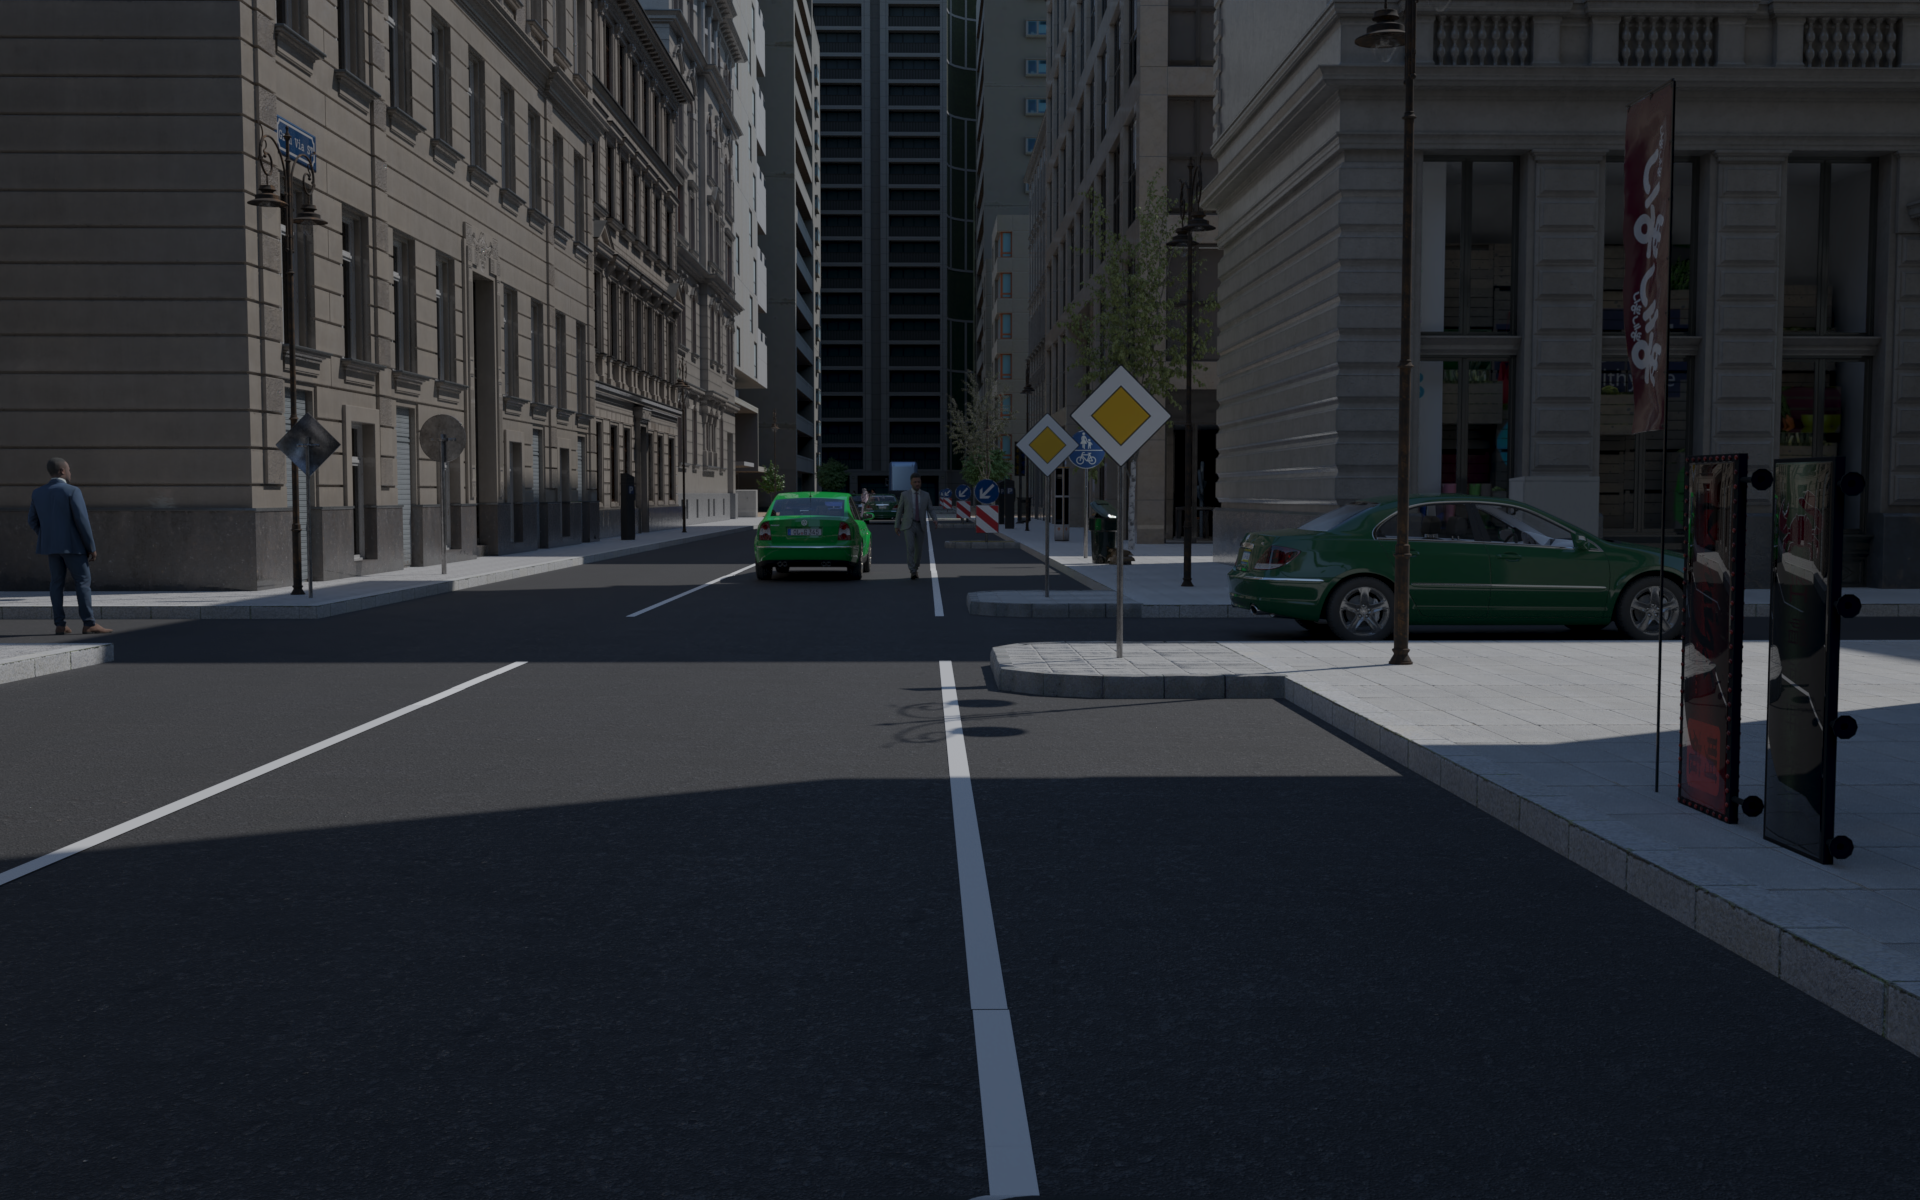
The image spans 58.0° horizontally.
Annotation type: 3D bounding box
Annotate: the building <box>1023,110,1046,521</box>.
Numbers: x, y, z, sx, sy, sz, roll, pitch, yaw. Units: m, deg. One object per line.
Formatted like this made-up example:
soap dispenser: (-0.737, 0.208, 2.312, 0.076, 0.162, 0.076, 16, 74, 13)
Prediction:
building: (8.550, -14.551, 87.057, 9.793, 20.994, 18.267, 0, 4, -1)

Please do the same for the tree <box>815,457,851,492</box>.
tree: (-11.247, -10.365, 153.178, 4.285, 4.588, 4.351, 0, 3, 0)

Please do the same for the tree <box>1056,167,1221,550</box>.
tree: (4.056, -5.486, 40.051, 4.737, 8.622, 4.395, 0, 3, 0)

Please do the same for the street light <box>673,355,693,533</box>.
street light: (-9.194, -5.186, 57.579, 0.468, 5.910, 1.993, 0, 4, -1)

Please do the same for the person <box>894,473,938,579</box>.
person: (-0.750, -1.251, 29.229, 0.678, 1.792, 0.850, -1, 4, -13)

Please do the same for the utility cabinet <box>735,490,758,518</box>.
utility cabinet: (-11.518, -5.179, 93.361, 1.173, 1.500, 0.318, 1, 4, 12)

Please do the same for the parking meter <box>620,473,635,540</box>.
parking meter: (-9.264, -2.606, 48.318, 0.255, 1.863, 0.399, 2, 4, 27)

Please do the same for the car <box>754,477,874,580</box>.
car: (-2.516, -1.318, 30.342, 1.959, 1.807, 4.718, 0, 4, 0)

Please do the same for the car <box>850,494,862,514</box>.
car: (-6.886, -6.245, 111.894, 2.009, 1.686, 4.222, 0, 4, -1)

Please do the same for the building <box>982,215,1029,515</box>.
building: (15.823, -16.950, 122.171, 27.650, 21.520, 28.899, 0, 4, -1)

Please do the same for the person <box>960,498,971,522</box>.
person: (0.254, -4.879, 88.082, 0.655, 1.846, 0.447, -2, 4, -29)

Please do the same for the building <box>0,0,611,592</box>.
building: (-15.167, -14.480, 34.007, 12.463, 27.353, 25.104, 0, 4, -1)

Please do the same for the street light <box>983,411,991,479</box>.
street light: (1.508, -7.544, 96.130, 0.468, 5.910, 1.993, 0, 4, -1)

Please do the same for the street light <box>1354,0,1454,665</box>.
street light: (3.326, -2.453, 12.893, 0.468, 5.910, 1.993, 0, 4, -1)

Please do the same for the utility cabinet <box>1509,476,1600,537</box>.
utility cabinet: (7.481, -0.806, 21.862, 1.173, 1.500, 0.318, -1, 4, -22)

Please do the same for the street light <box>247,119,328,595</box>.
street light: (-8.446, -3.005, 21.914, 0.468, 5.910, 1.993, 0, 4, -1)

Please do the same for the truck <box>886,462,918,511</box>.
truck: (-4.517, -9.117, 138.817, 2.967, 4.110, 18.799, 0, 4, -2)

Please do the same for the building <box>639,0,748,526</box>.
building: (-17.467, -17.742, 77.465, 14.401, 28.519, 23.554, 0, 4, -1)

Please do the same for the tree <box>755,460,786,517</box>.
tree: (-10.672, -6.261, 96.975, 1.663, 3.219, 1.824, 0, 3, 0)

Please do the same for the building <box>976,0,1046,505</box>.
building: (12.318, -31.975, 146.498, 21.300, 48.544, 21.600, 0, 4, -1)

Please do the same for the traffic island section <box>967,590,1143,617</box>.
traffic island section: (1.104, 0.044, 21.564, 2.009, 0.180, 2.903, 0, 4, -1)

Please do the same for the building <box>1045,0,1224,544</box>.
building: (13.788, -15.677, 60.834, 19.350, 26.468, 34.151, 0, 4, -1)

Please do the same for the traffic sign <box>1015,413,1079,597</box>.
traffic sign: (1.080, -1.091, 21.487, 0.795, 2.450, 0.064, 0, 4, -1)

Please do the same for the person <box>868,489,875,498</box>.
person: (-5.242, -5.770, 103.546, 1.217, 1.736, 0.721, 3, 4, 38)

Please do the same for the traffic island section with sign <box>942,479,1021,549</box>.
traffic island section with sign: (0.587, -2.316, 46.491, 1.989, 1.847, 2.006, 0, 4, -1)

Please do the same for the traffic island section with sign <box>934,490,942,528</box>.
traffic island section with sign: (0.018, -3.999, 74.016, 1.989, 1.847, 2.006, 0, 4, -1)

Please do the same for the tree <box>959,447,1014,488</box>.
tree: (1.634, -7.430, 105.199, 4.285, 4.588, 4.351, 0, 3, 0)

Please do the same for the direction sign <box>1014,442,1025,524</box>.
direction sign: (2.588, -5.075, 74.977, 0.379, 3.537, 0.876, 2, 4, 32)

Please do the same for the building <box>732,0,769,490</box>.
building: (-30.288, -36.987, 193.976, 27.495, 52.752, 28.713, 0, 4, -1)

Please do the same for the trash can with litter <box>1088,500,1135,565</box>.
trash can with litter: (2.826, -1.245, 31.744, 0.624, 1.170, 1.055, -2, 4, -33)

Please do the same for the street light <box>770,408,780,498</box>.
street light: (-9.955, -7.365, 93.213, 0.468, 5.910, 1.993, 0, 4, -1)

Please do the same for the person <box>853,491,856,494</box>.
person: (-8.995, -8.357, 145.927, 0.721, 1.735, 1.217, 3, 4, 38)

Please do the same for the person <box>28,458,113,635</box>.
person: (-9.120, -0.550, 17.682, 0.721, 1.800, 0.419, 0, 3, 0)

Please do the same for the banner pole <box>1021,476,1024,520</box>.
banner pole: (3.001, -5.838, 85.472, 0.401, 3.779, 0.863, 0, 4, 8)

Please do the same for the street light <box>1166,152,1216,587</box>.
street light: (3.158, -3.125, 23.881, 0.468, 5.910, 1.993, 0, 4, -1)

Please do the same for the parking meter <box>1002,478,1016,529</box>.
parking meter: (1.854, -3.561, 63.929, 0.399, 1.863, 0.255, 0, 4, 1)

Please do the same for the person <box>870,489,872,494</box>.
person: (-8.087, -9.194, 158.450, 1.348, 1.869, 0.705, -2, 4, -32)

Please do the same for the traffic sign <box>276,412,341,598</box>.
traffic sign: (-8.012, -1.081, 21.318, 0.795, 2.450, 0.064, 0, 4, -1)

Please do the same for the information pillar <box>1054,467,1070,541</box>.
information pillar: (2.767, -2.599, 46.982, 0.304, 2.012, 0.304, 3, 4, 38)

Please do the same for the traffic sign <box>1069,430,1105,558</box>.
traffic sign: (2.510, -2.105, 34.517, 0.768, 2.556, 0.104, 0, 4, 3)

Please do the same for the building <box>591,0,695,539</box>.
building: (-15.128, -11.730, 56.417, 10.561, 19.102, 19.286, 0, 4, -1)

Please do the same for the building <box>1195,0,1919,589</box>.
building: (14.118, -12.147, 27.486, 19.941, 23.489, 11.050, 0, 4, -1)

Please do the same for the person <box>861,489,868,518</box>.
person: (-5.460, -5.499, 99.075, 0.621, 1.740, 0.551, -1, 4, -13)

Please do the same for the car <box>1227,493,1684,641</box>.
car: (5.172, -0.341, 17.372, 4.920, 1.459, 2.131, 0, 4, -2)

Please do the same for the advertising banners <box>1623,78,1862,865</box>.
advertising banners: (3.002, -0.652, 6.845, 0.090, 3.025, 2.074, 0, 3, 0)

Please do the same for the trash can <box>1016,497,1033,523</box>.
trash can: (2.877, -4.037, 77.656, 0.748, 1.137, 0.748, 0, 3, 0)

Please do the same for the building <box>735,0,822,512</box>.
building: (-24.034, -32.803, 160.031, 21.600, 48.544, 21.300, 0, 4, -1)

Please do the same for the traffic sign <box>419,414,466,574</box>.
traffic sign: (-8.255, -1.684, 27.638, 0.768, 2.556, 0.104, 0, 4, 5)

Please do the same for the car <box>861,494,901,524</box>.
car: (-3.733, -4.392, 83.607, 2.131, 1.459, 4.920, 0, 4, -2)

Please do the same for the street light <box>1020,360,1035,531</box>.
street light: (2.337, -5.339, 60.083, 0.468, 5.910, 1.993, 0, 4, -1)

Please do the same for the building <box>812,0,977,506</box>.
building: (-6.143, -45.932, 189.238, 20.611, 71.187, 20.563, 0, 4, -1)

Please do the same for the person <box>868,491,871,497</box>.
person: (-7.932, -8.617, 150.095, 0.721, 1.736, 1.217, -2, 4, -27)

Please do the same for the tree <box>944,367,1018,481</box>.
tree: (1.282, -9.142, 99.826, 4.360, 8.622, 3.978, 0, 3, 0)

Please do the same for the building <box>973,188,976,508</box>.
building: (8.230, -24.042, 164.789, 14.160, 30.474, 14.107, 0, 4, -1)

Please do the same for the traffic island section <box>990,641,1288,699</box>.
traffic island section: (1.270, 0.532, 13.581, 2.009, 0.180, 2.903, 0, 4, -1)

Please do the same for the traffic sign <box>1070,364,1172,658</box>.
traffic sign: (1.246, -0.603, 13.503, 0.795, 2.450, 0.064, 0, 4, -1)

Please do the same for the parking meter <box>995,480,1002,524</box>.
parking meter: (1.681, -4.130, 73.237, 0.255, 1.863, 0.399, 3, 5, 42)
